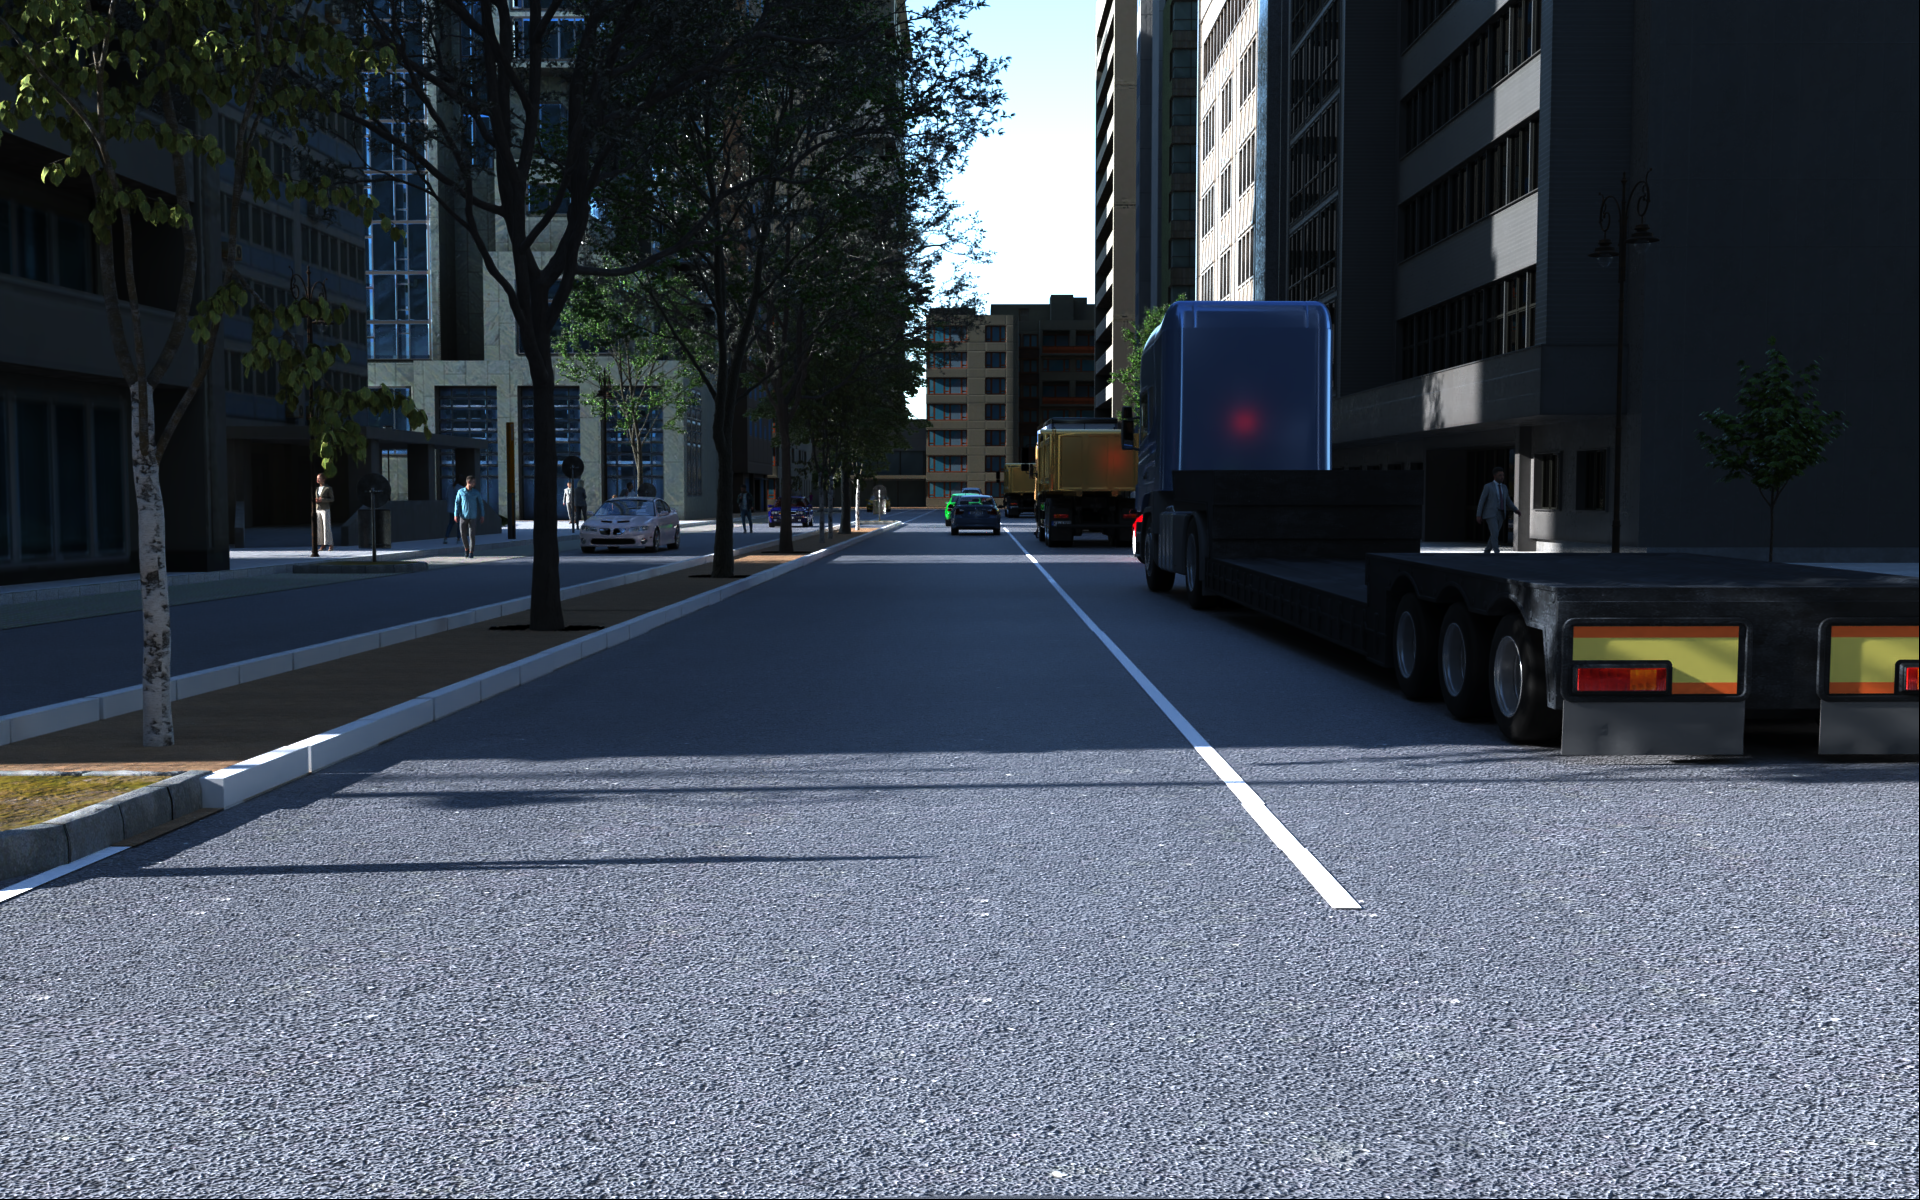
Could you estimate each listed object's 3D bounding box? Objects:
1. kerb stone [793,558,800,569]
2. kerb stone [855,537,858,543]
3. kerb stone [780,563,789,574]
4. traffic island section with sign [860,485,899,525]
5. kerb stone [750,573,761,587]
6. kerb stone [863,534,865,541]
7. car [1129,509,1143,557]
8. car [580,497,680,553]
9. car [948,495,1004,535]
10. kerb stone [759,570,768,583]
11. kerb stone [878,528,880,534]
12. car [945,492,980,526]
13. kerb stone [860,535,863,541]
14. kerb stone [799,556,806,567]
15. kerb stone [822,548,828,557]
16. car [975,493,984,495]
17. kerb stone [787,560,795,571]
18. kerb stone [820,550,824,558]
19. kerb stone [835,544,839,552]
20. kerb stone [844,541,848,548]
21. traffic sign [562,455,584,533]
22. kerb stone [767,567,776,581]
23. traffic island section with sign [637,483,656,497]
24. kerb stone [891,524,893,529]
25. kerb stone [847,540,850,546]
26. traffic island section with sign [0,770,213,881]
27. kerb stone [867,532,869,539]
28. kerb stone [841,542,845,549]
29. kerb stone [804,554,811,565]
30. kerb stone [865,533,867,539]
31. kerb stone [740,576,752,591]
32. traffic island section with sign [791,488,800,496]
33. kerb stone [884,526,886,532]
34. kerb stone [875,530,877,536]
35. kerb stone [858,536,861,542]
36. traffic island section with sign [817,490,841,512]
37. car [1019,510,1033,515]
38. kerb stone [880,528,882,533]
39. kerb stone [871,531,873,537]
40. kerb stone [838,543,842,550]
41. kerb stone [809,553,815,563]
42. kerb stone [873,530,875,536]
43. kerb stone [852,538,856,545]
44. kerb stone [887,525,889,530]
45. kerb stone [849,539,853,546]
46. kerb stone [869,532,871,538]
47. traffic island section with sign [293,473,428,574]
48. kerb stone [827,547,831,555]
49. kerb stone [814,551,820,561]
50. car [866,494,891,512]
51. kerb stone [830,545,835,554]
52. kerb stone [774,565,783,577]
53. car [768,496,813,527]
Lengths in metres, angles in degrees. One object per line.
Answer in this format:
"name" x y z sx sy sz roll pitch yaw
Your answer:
"kerb stone" -3.198 -0.652 32.946 0.120 0.150 1.000 0 4 0
"kerb stone" -3.064 -1.661 49.355 0.120 0.150 1.000 0 4 0
"kerb stone" -3.214 -0.532 30.901 0.120 0.150 1.000 0 4 0
"traffic island section with sign" -3.849 -4.524 82.099 2.006 1.907 1.989 0 4 0
"kerb stone" -3.245 -0.274 26.788 0.120 0.150 1.000 0 4 0
"kerb stone" -3.046 -1.843 52.429 0.120 0.150 1.000 0 4 0
"car" 4.878 -1.791 38.320 2.155 1.783 4.494 0 4 -1
"car" -8.304 -1.928 43.888 2.083 1.381 4.827 0 4 1
"car" 0.563 -3.049 61.859 2.014 1.417 4.499 0 4 1
"kerb stone" -3.241 -0.342 27.814 0.120 0.150 1.000 0 4 0
"kerb stone" -2.978 -2.351 60.630 0.120 0.150 1.000 0 4 0
"car" 0.290 -4.253 78.330 1.959 1.807 4.718 0 4 2
"kerb stone" -3.053 -1.787 51.406 0.120 0.150 1.000 0 4 0
"kerb stone" -3.188 -0.716 33.977 0.120 0.150 1.000 0 4 0
"kerb stone" -3.144 -1.031 39.115 0.120 0.150 1.000 0 4 0
"car" 0.714 -5.367 96.788 2.155 1.783 4.494 0 4 2
"kerb stone" -3.209 -0.595 31.923 0.120 0.150 1.000 0 4 0
"kerb stone" -3.153 -0.972 38.081 0.120 0.150 1.000 0 4 0
"kerb stone" -3.118 -1.222 42.182 0.120 0.150 1.000 0 4 0
"kerb stone" -3.095 -1.410 45.252 0.120 0.150 1.000 0 4 0
"traffic sign" -12.774 -3.488 57.142 0.768 2.556 0.104 1 4 8
"kerb stone" -3.228 -0.406 28.836 0.120 0.150 1.000 0 4 0
"traffic island section with sign" -10.749 -3.098 59.286 1.989 1.847 2.006 0 4 0
"kerb stone" -2.895 -2.915 69.879 0.120 0.150 1.000 0 4 0
"kerb stone" -3.091 -1.473 46.278 0.120 0.150 1.000 0 4 0
"traffic island section with sign" -4.438 0.072 6.963 2.006 1.907 1.989 0 4 0
"kerb stone" -3.019 -1.975 54.482 0.120 0.150 1.000 0 4 0
"kerb stone" -3.102 -1.347 44.226 0.120 0.150 1.000 0 4 0
"kerb stone" -3.172 -0.783 34.999 0.120 0.150 1.000 0 4 0
"kerb stone" -3.033 -1.912 53.451 0.120 0.150 1.000 0 4 0
"kerb stone" -3.250 -0.218 25.765 0.120 0.150 1.000 0 4 0
"traffic island section with sign" -10.355 -6.146 109.117 1.989 1.847 2.006 0 4 0
"kerb stone" -2.939 -2.602 64.733 0.120 0.150 1.000 0 4 0
"kerb stone" -2.991 -2.226 58.585 0.120 0.150 1.000 0 4 0
"kerb stone" -3.060 -1.724 50.378 0.120 0.150 1.000 0 4 0
"traffic island section with sign" -10.139 -7.795 136.071 1.989 1.847 2.006 0 4 0
"car" 4.919 -6.718 122.199 2.083 1.381 4.827 0 4 2
"kerb stone" -2.963 -2.413 61.655 0.120 0.150 1.000 0 4 0
"kerb stone" -3.005 -2.100 56.538 0.120 0.150 1.000 0 4 0
"kerb stone" -3.113 -1.285 43.204 0.120 0.150 1.000 0 4 0
"kerb stone" -3.169 -0.846 36.027 0.120 0.150 1.000 0 4 0
"kerb stone" -3.003 -2.163 57.563 0.120 0.150 1.000 0 4 0
"kerb stone" -3.066 -1.599 48.333 0.120 0.150 1.000 0 4 0
"kerb stone" -2.922 -2.724 66.796 0.120 0.150 1.000 0 4 0
"kerb stone" -3.085 -1.528 47.309 0.120 0.150 1.000 0 4 0
"kerb stone" -3.018 -2.038 55.516 0.120 0.150 1.000 0 4 0
"traffic island section with sign" -10.966 -1.427 31.963 1.989 1.847 2.006 0 4 0
"kerb stone" -3.144 -1.097 40.138 0.120 0.150 1.000 0 4 0
"kerb stone" -3.157 -0.909 37.054 0.120 0.150 1.000 0 4 0
"car" -6.516 -7.862 138.767 2.015 1.641 3.980 0 4 2
"kerb stone" -3.135 -1.158 41.160 0.120 0.150 1.000 0 4 0
"kerb stone" -3.218 -0.466 29.875 0.120 0.150 1.000 0 4 0
"car" -7.406 -3.878 75.991 1.945 1.354 3.894 0 4 0
